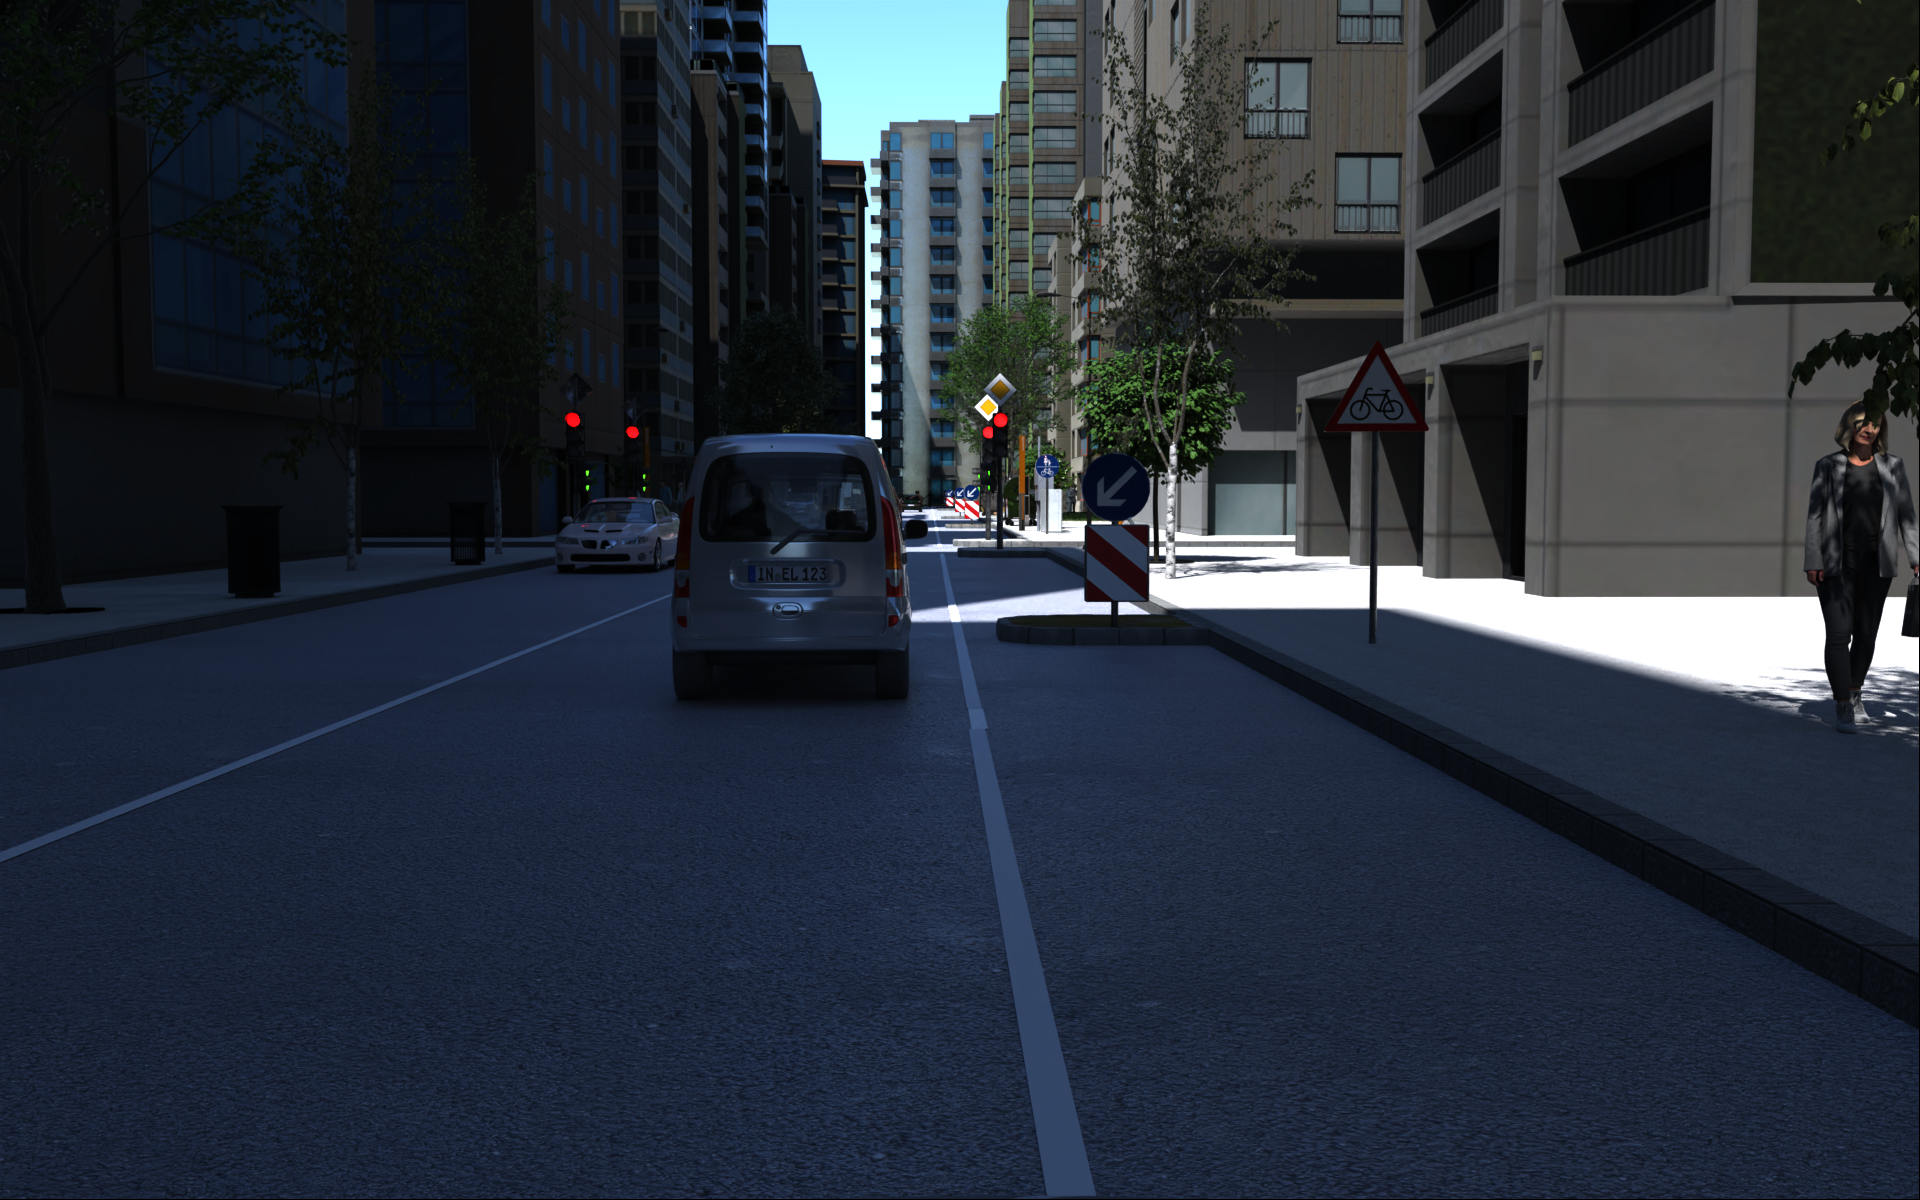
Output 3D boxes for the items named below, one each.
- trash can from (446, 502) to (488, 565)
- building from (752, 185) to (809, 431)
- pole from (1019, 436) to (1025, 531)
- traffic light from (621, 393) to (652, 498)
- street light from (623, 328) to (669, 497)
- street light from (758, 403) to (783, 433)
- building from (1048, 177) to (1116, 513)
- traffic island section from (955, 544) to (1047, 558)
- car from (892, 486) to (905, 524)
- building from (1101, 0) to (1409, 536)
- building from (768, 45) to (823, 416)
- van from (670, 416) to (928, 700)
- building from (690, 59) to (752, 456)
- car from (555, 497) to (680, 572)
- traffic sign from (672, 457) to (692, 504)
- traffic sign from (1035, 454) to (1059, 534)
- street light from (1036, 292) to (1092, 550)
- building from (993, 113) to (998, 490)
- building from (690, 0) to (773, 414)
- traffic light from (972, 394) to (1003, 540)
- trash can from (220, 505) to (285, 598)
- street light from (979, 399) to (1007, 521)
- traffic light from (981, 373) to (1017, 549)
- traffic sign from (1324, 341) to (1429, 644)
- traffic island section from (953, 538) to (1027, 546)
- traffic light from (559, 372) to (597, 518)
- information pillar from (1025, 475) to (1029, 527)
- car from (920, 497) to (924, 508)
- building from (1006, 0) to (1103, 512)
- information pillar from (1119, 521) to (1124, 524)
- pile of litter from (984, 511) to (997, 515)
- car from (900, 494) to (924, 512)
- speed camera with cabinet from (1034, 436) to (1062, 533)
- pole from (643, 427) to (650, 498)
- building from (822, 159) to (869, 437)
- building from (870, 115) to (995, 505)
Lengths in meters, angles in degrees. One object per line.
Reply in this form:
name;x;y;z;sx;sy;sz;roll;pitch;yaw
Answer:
trash can;-8.927;-1.208;31.400;0.748;1.137;0.748;0;3;0
building;-21.540;-23.826;161.252;14.160;30.474;14.107;0;4;-1
pole;2.168;-4.075;60.470;0.158;3.312;0.155;0;3;0
traffic light;-8.991;-3.614;48.014;0.839;4.253;0.868;0;4;-1
street light;-8.837;-4.646;48.510;1.470;5.913;1.316;0;4;-1
street light;-9.679;-7.066;88.064;1.470;5.913;1.316;0;4;-1
building;20.348;-16.172;109.450;27.650;21.520;28.899;0;4;-1
traffic island section;0.951;-1.104;40.334;2.009;0.180;2.903;0;4;-1
car;-3.633;-4.231;77.845;2.281;1.827;5.304;0;4;-1
building;19.454;-28.959;62.724;27.495;52.752;28.713;0;4;-1
building;-25.865;-34.324;184.895;21.600;48.544;21.300;0;4;-1
van;-1.237;-0.395;13.464;2.013;2.044;4.112;0;4;-3
building;-21.941;-21.040;115.704;14.160;30.474;14.107;0;4;-1
car;-6.469;-1.278;33.252;2.083;1.381;4.827;0;4;-1
traffic sign;-9.594;-3.684;60.232;0.884;2.594;0.081;0;4;6
traffic sign;2.786;-3.377;55.313;0.768;2.556;0.104;0;4;5
street light;2.450;-4.124;39.962;1.470;5.913;1.316;0;4;-1
building;10.927;-30.067;175.189;14.154;41.232;14.086;0;4;-1
building;-25.577;-50.415;136.955;22.319;86.520;31.000;0;4;-1
traffic light;0.769;-3.626;48.203;0.839;4.253;0.868;0;4;-1
trash can;-8.763;-0.601;21.484;0.748;1.137;0.748;0;3;0
street light;1.662;-6.779;83.380;1.470;5.913;1.316;0;4;-1
traffic light;0.910;-3.137;40.219;0.839;4.253;0.868;0;4;-1
traffic sign;3.544;-0.905;14.802;0.884;2.594;0.081;0;4;2
traffic island section;0.809;-1.592;48.317;2.009;0.180;2.903;0;4;-1
traffic light;-8.849;-3.126;40.031;0.839;4.253;0.868;0;4;-1
information pillar;2.537;-3.917;68.535;0.304;2.012;0.304;3;5;44
car;-4.820;-10.550;181.527;2.155;1.783;4.494;0;4;-3
building;10.826;-28.316;146.567;14.154;41.232;14.086;0;4;-1
information pillar;4.339;-3.436;47.534;0.183;3.616;0.504;-2;4;-35
pile of litter;1.929;-5.583;105.251;1.176;0.858;1.719;1;4;9
car;-3.874;-7.843;138.021;2.009;1.686;4.222;0;4;0
speed camera with cabinet;2.989;-3.926;58.533;0.660;3.252;2.038;-1;4;-8
pole;-9.558;-3.608;52.838;0.158;3.312;0.155;0;3;0
building;-26.245;-34.568;219.818;28.867;44.769;22.147;0;4;-1
building;3.994;-36.811;221.461;30.456;49.044;23.786;0;4;-1
